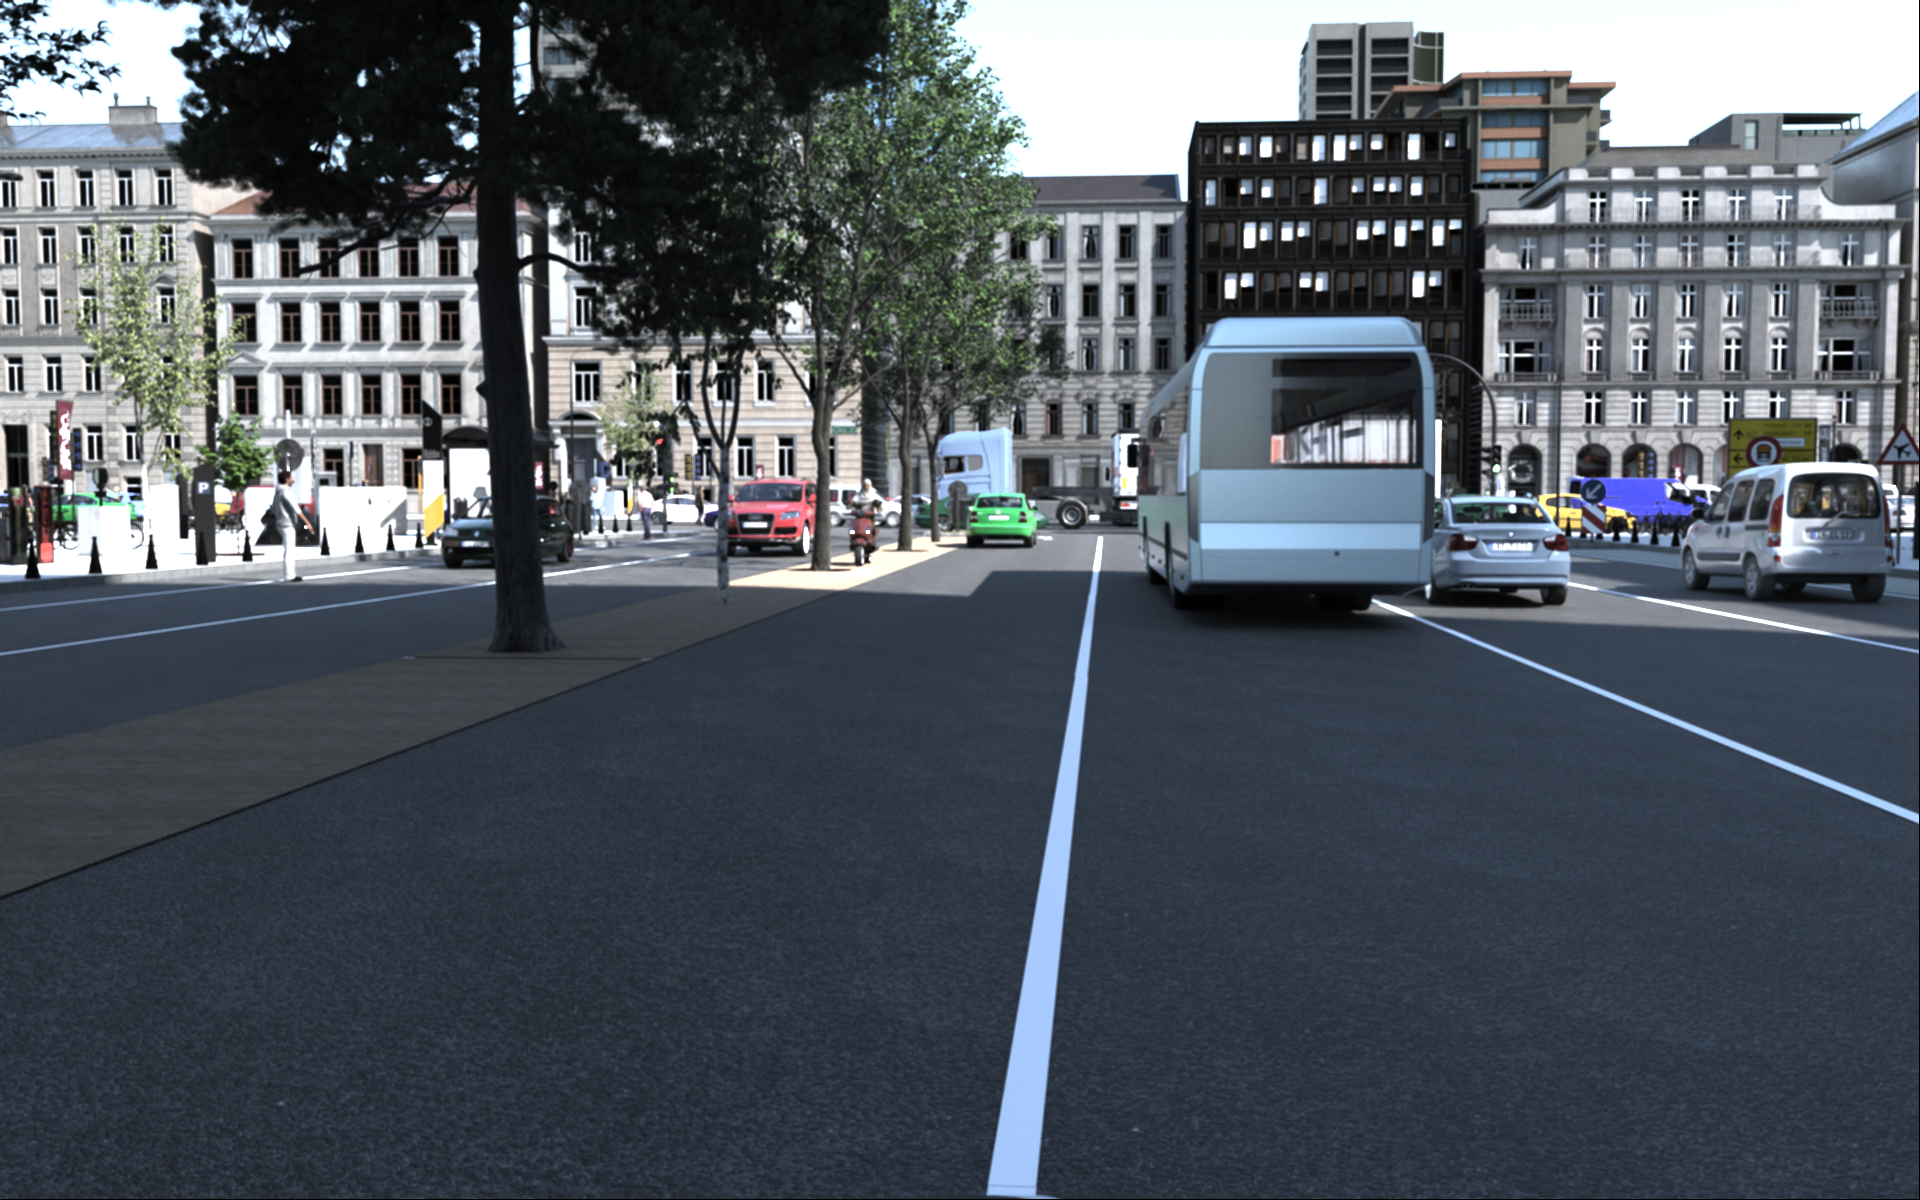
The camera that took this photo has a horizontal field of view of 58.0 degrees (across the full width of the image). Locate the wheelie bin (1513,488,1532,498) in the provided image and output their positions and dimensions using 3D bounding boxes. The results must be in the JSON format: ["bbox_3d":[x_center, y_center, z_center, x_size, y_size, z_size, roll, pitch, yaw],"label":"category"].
[{"bbox_3d":[29.225,-5.024,90.042,0.980,1.594,0.693,1,4,16],"label":"wheelie bin"}]

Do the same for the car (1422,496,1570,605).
[{"bbox_3d":[7.090,-0.719,23.755,2.014,1.417,4.499,0,4,6],"label":"car"}]

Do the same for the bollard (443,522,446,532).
[{"bbox_3d":[-12.670,-1.626,42.620,0.229,0.601,0.229,0,3,0],"label":"bollard"}]

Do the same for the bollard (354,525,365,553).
[{"bbox_3d":[-13.080,-1.325,37.702,0.229,0.601,0.229,0,3,0],"label":"bollard"}]

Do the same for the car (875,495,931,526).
[{"bbox_3d":[-2.206,-4.064,78.443,4.499,1.417,2.014,0,4,5],"label":"car"}]

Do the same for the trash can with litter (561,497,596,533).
[{"bbox_3d":[-12.605,-2.805,57.241,1.055,1.170,0.624,-2,4,-26],"label":"trash can with litter"}]

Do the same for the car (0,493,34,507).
[{"bbox_3d":[-42.107,-4.048,75.768,3.694,1.707,1.945,0,4,5],"label":"car"}]

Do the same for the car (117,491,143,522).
[{"bbox_3d":[-44.123,-4.910,89.871,3.694,1.707,1.945,0,4,5],"label":"car"}]

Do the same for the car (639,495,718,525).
[{"bbox_3d":[-12.652,-4.219,81.340,4.827,1.381,2.083,0,4,5],"label":"car"}]

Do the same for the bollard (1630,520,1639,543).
[{"bbox_3d":[17.728,-1.801,45.487,0.229,0.601,0.229,0,3,0],"label":"bollard"}]

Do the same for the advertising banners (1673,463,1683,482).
[{"bbox_3d":[41.770,-6.286,98.961,2.074,3.025,0.090,0,4,2],"label":"advertising banners"}]

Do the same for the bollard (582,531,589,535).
[{"bbox_3d":[-11.695,-2.328,54.098,0.229,0.601,0.229,0,3,0],"label":"bollard"}]

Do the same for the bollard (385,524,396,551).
[{"bbox_3d":[-12.941,-1.425,39.338,0.229,0.601,0.229,0,3,0],"label":"bollard"}]

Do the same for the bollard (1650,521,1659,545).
[{"bbox_3d":[17.590,-1.701,43.851,0.229,0.601,0.229,0,3,0],"label":"bollard"}]

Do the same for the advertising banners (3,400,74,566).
[{"bbox_3d":[-16.837,-2.175,31.757,0.090,3.025,2.074,0,4,6],"label":"advertising banners"}]

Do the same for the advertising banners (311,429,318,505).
[{"bbox_3d":[-16.926,-3.046,45.982,0.090,3.025,2.074,-2,4,-34],"label":"advertising banners"}]

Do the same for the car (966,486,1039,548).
[{"bbox_3d":[1.180,-2.371,47.563,1.959,1.807,4.718,0,4,5],"label":"car"}]

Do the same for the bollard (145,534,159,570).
[{"bbox_3d":[-13.778,-0.823,29.505,0.229,0.601,0.229,0,3,0],"label":"bollard"}]

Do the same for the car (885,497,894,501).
[{"bbox_3d":[-4.955,-4.661,84.878,5.304,1.827,2.281,0,4,3],"label":"car"}]

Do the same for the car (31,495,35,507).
[{"bbox_3d":[-45.636,-4.567,84.459,4.222,1.686,2.009,0,4,6],"label":"car"}]

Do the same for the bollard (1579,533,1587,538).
[{"bbox_3d":[18.145,-2.102,50.406,0.229,0.601,0.229,0,3,0],"label":"bollard"}]

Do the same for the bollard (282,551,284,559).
[{"bbox_3d":[-13.362,-1.125,34.430,0.229,0.601,0.229,0,3,0],"label":"bollard"}]

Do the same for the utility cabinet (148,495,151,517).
[{"bbox_3d":[-44.901,-5.171,95.707,0.306,1.237,1.020,-1,4,-14],"label":"utility cabinet"}]

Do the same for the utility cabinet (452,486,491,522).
[{"bbox_3d":[-14.042,-2.532,50.078,1.173,1.500,0.318,-1,4,-23],"label":"utility cabinet"}]

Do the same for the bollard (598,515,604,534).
[{"bbox_3d":[-11.556,-2.428,55.734,0.229,0.601,0.229,0,3,0],"label":"bollard"}]

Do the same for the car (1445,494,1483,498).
[{"bbox_3d":[24.192,-4.432,84.269,4.920,1.459,2.131,0,4,4],"label":"car"}]

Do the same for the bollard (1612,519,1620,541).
[{"bbox_3d":[17.866,-1.901,47.123,0.229,0.601,0.229,0,3,0],"label":"bollard"}]

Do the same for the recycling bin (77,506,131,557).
[{"bbox_3d":[-17.689,-1.421,35.793,0.722,1.027,0.722,1,4,19],"label":"recycling bin"}]

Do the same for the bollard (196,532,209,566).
[{"bbox_3d":[-13.635,-0.924,31.148,0.229,0.601,0.229,0,3,0],"label":"bollard"}]

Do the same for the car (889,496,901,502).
[{"bbox_3d":[-2.652,-4.258,81.984,4.827,1.381,2.083,0,4,4],"label":"car"}]

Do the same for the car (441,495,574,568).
[{"bbox_3d":[-9.089,-1.540,34.963,2.009,1.686,4.222,0,4,3],"label":"car"}]

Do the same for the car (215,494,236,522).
[{"bbox_3d":[-33.635,-4.382,81.876,3.980,1.641,2.015,0,4,6],"label":"car"}]

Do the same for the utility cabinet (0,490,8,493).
[{"bbox_3d":[-51.750,-5.206,93.794,1.173,1.500,0.318,0,4,-7],"label":"utility cabinet"}]

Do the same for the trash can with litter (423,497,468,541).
[{"bbox_3d":[-13.918,-2.247,47.802,2.233,1.210,1.678,3,4,38],"label":"trash can with litter"}]

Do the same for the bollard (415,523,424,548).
[{"bbox_3d":[-12.803,-1.526,40.984,0.229,0.601,0.229,0,3,0],"label":"bollard"}]

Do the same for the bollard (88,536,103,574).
[{"bbox_3d":[-13.918,-0.723,27.866,0.229,0.601,0.229,0,3,0],"label":"bollard"}]

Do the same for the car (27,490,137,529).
[{"bbox_3d":[-36.701,-3.857,71.856,4.718,1.807,1.959,0,4,5],"label":"car"}]

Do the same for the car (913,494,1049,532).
[{"bbox_3d":[0.769,-3.125,62.889,4.920,1.459,2.131,0,4,3],"label":"car"}]

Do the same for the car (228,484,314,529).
[{"bbox_3d":[-26.730,-3.739,69.798,5.304,1.827,2.281,0,4,7],"label":"car"}]

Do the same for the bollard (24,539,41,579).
[{"bbox_3d":[-14.052,-0.623,26.229,0.229,0.601,0.229,0,3,0],"label":"bollard"}]

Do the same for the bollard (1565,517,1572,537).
[{"bbox_3d":[18.286,-2.203,52.055,0.229,0.601,0.229,0,3,0],"label":"bollard"}]

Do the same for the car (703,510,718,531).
[{"bbox_3d":[-7.638,-3.221,65.249,3.894,1.354,1.945,0,4,5],"label":"car"}]

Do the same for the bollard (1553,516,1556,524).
[{"bbox_3d":[18.425,-2.303,53.703,0.229,0.601,0.229,0,3,0],"label":"bollard"}]

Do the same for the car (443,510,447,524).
[{"bbox_3d":[-19.488,-3.619,71.745,3.894,1.354,1.945,0,4,5],"label":"car"}]

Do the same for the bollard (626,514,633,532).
[{"bbox_3d":[-11.273,-2.629,59.020,0.229,0.601,0.229,0,3,0],"label":"bollard"}]

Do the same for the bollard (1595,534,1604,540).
[{"bbox_3d":[18.007,-2.001,48.760,0.229,0.601,0.229,0,3,0],"label":"bollard"}]

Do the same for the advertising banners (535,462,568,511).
[{"bbox_3d":[-22.096,-5.966,93.740,2.074,3.025,0.090,-3,5,-44],"label":"advertising banners"}]

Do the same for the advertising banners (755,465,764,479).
[{"bbox_3d":[-11.106,-6.509,102.614,2.074,3.025,0.090,0,4,1],"label":"advertising banners"}]

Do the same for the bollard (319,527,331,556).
[{"bbox_3d":[-13.225,-1.225,36.066,0.229,0.601,0.229,0,3,0],"label":"bollard"}]

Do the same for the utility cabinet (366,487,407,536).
[{"bbox_3d":[-17.495,-2.701,52.833,1.173,1.500,0.318,-1,4,-15],"label":"utility cabinet"}]

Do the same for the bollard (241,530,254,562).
[{"bbox_3d":[-13.497,-1.025,32.793,0.229,0.601,0.229,0,3,0],"label":"bollard"}]

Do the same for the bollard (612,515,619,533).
[{"bbox_3d":[-11.416,-2.528,57.378,0.229,0.601,0.229,0,3,0],"label":"bollard"}]

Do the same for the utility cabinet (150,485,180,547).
[{"bbox_3d":[-19.397,-2.052,42.233,0.318,1.500,1.173,0,4,-7],"label":"utility cabinet"}]

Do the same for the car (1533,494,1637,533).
[{"bbox_3d":[22.190,-3.179,62.204,3.980,1.641,2.015,0,4,6],"label":"car"}]

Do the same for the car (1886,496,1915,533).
[{"bbox_3d":[32.503,-2.938,60.400,2.083,1.381,4.827,0,4,6],"label":"car"}]

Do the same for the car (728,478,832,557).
[{"bbox_3d":[-4.376,-2.005,41.452,2.281,1.827,5.304,0,4,5],"label":"car"}]
